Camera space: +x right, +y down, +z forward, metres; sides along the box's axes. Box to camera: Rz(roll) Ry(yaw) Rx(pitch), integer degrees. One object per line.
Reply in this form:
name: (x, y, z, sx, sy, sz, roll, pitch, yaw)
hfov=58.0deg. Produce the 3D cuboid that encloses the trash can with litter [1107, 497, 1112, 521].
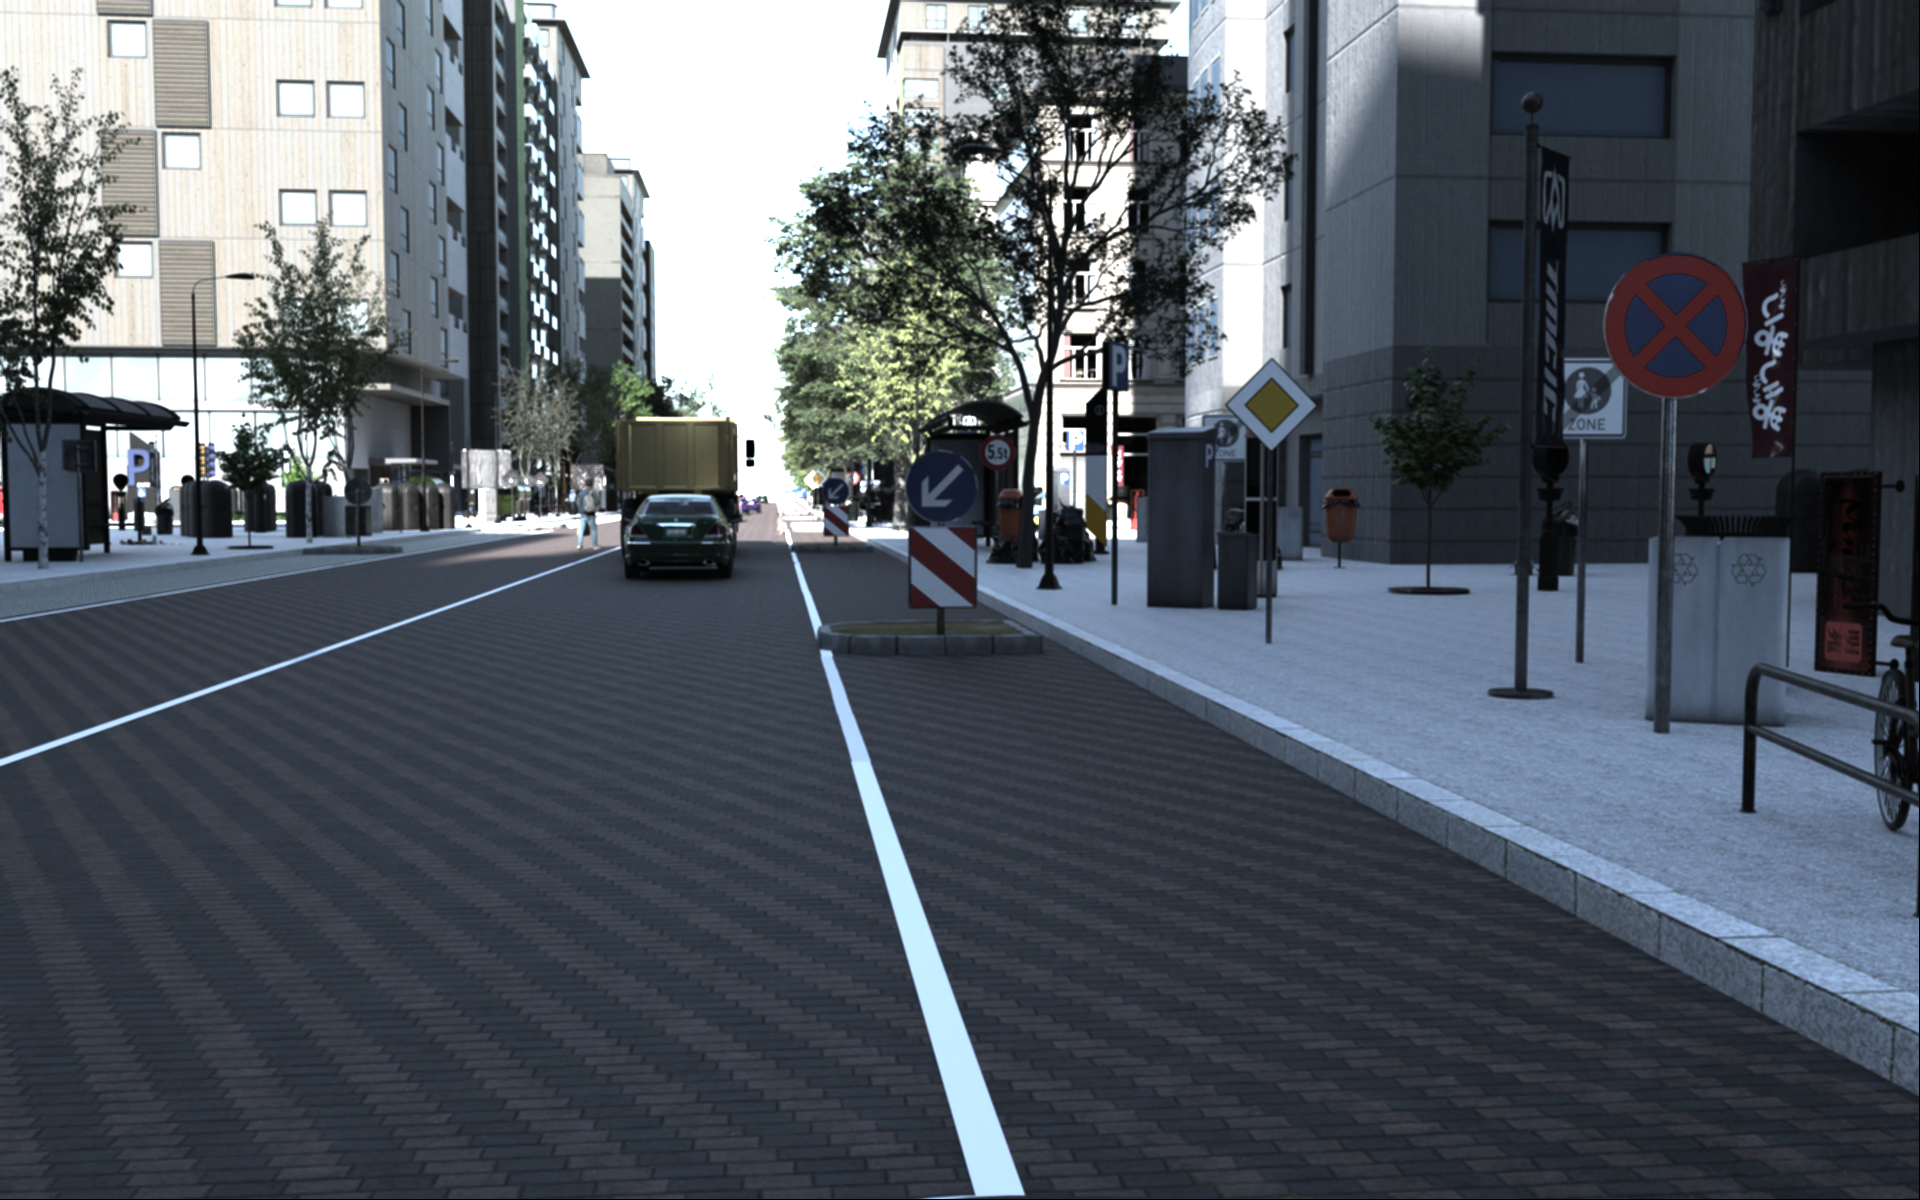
trash can with litter: (7.140, -4.418, 83.626, 0.624, 1.170, 1.055, -2, 4, -34)

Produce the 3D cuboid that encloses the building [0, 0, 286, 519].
building: (-43.801, -31.130, 98.215, 28.713, 52.752, 27.495, 0, 4, -6)

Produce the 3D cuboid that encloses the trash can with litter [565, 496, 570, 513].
trash can with litter: (-25.989, -6.432, 116.547, 0.624, 1.170, 1.055, 3, 4, 36)

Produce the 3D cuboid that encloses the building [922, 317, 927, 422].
building: (2.072, -16.971, 142.107, 10.561, 19.102, 19.286, 0, 4, -6)

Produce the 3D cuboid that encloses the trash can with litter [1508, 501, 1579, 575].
trash can with litter: (9.215, -0.976, 27.349, 1.055, 1.170, 0.624, 1, 4, 20)

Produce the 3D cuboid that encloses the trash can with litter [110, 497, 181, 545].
trash can with litter: (-21.033, -2.052, 44.602, 1.678, 1.210, 2.233, -2, 4, -27)

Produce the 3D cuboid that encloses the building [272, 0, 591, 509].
building: (-56.112, -36.786, 190.682, 28.713, 52.752, 27.495, 0, 4, -6)

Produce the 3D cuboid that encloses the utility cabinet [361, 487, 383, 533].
utility cabinet: (-19.575, -2.950, 56.915, 1.173, 1.500, 0.318, 1, 4, 16)

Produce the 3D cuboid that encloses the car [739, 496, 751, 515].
car: (-15.337, -6.521, 119.194, 1.945, 1.354, 3.894, 0, 4, -7)

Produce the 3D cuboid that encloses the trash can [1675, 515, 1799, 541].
trash can: (5.105, 0.014, 11.431, 0.748, 1.137, 0.748, 0, 3, 0)

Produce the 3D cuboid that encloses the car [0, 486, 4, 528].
car: (-40.162, -3.696, 69.100, 5.304, 1.827, 2.281, 0, 4, -7)

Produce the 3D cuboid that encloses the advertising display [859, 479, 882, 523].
advertising display: (-3.910, -4.321, 75.858, 0.974, 1.923, 0.123, 1, 4, 8)

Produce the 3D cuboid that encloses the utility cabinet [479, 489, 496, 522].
utility cabinet: (-21.112, -4.210, 77.510, 0.318, 1.500, 1.173, 1, 4, 11)

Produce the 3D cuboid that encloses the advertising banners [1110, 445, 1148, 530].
advertising banners: (6.354, -4.009, 61.735, 2.074, 3.025, 0.090, 1, 4, 15)

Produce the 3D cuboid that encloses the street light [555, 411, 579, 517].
street light: (-22.027, -7.615, 97.038, 1.470, 5.913, 1.316, 0, 4, -6)

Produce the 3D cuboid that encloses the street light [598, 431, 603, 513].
street light: (-24.274, -8.980, 119.359, 1.470, 5.913, 1.316, 0, 4, -6)

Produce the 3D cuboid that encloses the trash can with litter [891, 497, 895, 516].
trash can with litter: (-2.460, -3.917, 75.429, 1.055, 1.170, 0.624, 1, 4, 12)

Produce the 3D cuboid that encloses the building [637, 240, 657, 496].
building: (-59.016, -39.405, 294.382, 14.600, 45.320, 14.200, 0, 4, -6)

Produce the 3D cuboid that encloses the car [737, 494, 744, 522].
car: (-12.331, -4.937, 89.390, 2.281, 1.827, 5.304, 0, 4, -5)

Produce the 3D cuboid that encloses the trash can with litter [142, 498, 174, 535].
trash can with litter: (-25.365, -2.645, 54.636, 1.055, 1.170, 0.624, -1, 4, -20)

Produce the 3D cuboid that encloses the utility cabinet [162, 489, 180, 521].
utility cabinet: (-36.355, -4.358, 79.931, 0.318, 1.500, 1.173, 0, 4, 5)

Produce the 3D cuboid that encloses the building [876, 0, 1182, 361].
building: (6.410, -36.252, 181.966, 28.713, 52.752, 27.495, 0, 4, -6)

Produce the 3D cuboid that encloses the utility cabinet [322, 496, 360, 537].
utility cabinet: (-18.547, -2.486, 51.810, 1.020, 1.237, 0.306, 1, 4, 20)

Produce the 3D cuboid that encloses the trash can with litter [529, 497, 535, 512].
trash can with litter: (-30.381, -6.868, 123.681, 1.055, 1.170, 0.624, -2, 4, -23)

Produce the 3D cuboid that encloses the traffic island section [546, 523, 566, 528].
traffic island section: (-18.059, -3.194, 74.509, 2.009, 0.180, 2.903, 0, 4, -6)

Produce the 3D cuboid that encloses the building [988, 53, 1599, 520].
building: (17.026, -15.895, 93.161, 30.059, 22.955, 16.112, 0, 4, -6)

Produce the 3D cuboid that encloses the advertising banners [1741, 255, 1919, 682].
advertising banners: (6.327, -0.982, 12.251, 0.090, 3.025, 2.074, -1, 4, -23)

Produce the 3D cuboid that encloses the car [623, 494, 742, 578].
car: (-4.983, -1.174, 30.996, 2.131, 1.459, 4.920, 0, 4, -7)

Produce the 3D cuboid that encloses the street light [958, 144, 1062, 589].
street light: (0.669, -3.100, 23.225, 1.470, 5.913, 1.316, 0, 4, -6)

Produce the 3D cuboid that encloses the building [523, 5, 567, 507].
building: (-50.078, -33.162, 161.803, 23.786, 49.044, 30.456, 0, 4, -6)

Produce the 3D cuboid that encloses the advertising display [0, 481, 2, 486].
advertising display: (-46.487, -4.788, 83.494, 0.123, 1.923, 0.974, 0, 4, 0)

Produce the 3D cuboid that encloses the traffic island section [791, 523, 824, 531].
traffic island section: (-5.533, -2.785, 67.811, 2.009, 0.180, 2.903, 0, 4, -6)

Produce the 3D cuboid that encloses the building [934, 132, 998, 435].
building: (5.492, -20.385, 120.682, 14.401, 28.519, 23.554, 0, 4, -6)

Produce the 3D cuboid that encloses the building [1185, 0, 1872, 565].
building: (16.763, -30.749, 44.753, 21.231, 58.520, 28.212, 0, 4, -6)

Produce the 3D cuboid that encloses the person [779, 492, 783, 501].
person: (-30.248, -17.406, 293.907, 1.217, 1.723, 0.721, 1, 4, 12)

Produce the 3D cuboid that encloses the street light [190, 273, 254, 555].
street light: (-15.545, -3.914, 36.527, 1.470, 5.913, 1.316, 0, 4, -6)

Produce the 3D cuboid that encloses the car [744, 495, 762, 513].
car: (-16.027, -7.279, 131.594, 1.945, 1.354, 3.894, 0, 4, -5)

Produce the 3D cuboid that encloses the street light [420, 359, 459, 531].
street light: (-17.886, -5.319, 59.502, 1.470, 5.913, 1.316, 0, 4, -6)

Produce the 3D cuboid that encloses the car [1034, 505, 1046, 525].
car: (1.990, -3.772, 71.267, 3.694, 1.707, 1.945, 0, 4, -7)

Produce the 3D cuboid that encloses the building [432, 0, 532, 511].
building: (-41.020, -27.419, 131.895, 14.154, 41.232, 14.086, 0, 4, -6)

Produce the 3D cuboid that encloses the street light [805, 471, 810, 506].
street light: (-10.584, -9.496, 127.803, 1.470, 5.913, 1.316, 0, 4, -6)

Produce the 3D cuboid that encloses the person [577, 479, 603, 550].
person: (-9.525, -2.185, 44.209, 0.794, 1.824, 0.713, 2, 4, 31)

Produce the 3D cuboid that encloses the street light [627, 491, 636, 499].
street light: (-26.688, -10.344, 141.662, 1.470, 5.913, 1.316, 0, 4, -6)

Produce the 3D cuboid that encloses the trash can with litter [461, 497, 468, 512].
trash can with litter: (-35.095, -6.831, 123.079, 1.055, 1.170, 0.624, 2, 4, 34)

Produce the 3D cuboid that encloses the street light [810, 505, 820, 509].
street light: (-8.239, -8.132, 105.493, 1.470, 5.913, 1.316, 0, 4, -6)

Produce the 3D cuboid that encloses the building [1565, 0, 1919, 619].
building: (15.270, -14.894, 15.225, 14.160, 30.474, 14.107, 0, 4, -6)

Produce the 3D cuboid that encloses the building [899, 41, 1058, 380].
building: (1.270, -29.193, 160.899, 14.154, 41.232, 14.086, 0, 4, -6)

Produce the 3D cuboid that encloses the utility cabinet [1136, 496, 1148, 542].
utility cabinet: (4.894, -2.160, 46.470, 0.306, 1.237, 1.020, 1, 4, 9)

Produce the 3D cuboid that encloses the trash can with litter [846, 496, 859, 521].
trash can with litter: (-5.040, -4.270, 81.199, 0.624, 1.170, 1.055, 0, 4, -3)

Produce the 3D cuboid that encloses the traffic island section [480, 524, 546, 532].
traffic island section: (-17.208, -2.709, 66.569, 2.009, 0.180, 2.903, 0, 4, -6)

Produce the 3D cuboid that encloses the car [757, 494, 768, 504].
car: (-29.509, -15.223, 258.687, 2.009, 1.686, 4.222, 0, 4, -5)

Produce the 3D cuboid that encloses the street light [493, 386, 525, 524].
street light: (-19.439, -6.251, 74.745, 1.470, 5.913, 1.316, 0, 4, -6)

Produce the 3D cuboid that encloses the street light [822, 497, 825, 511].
street light: (-5.695, -6.736, 82.679, 1.470, 5.913, 1.316, 0, 4, -6)

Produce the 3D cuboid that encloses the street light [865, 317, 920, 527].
street light: (-1.656, -4.465, 45.538, 1.470, 5.913, 1.316, 0, 4, -6)

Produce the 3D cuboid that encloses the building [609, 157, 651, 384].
building: (-63.774, -41.803, 272.720, 28.713, 52.752, 27.495, 0, 4, -6)

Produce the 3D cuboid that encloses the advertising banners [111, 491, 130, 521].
advertising banners: (-40.438, -5.303, 82.889, 0.090, 3.025, 2.074, 1, 4, 16)

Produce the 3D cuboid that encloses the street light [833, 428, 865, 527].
street light: (-4.115, -5.828, 67.836, 1.470, 5.913, 1.316, 0, 4, -6)

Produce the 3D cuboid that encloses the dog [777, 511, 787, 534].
dog: (-6.508, -2.781, 62.312, 0.513, 0.831, 0.800, 2, 4, 27)

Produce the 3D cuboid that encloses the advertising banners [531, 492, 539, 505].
advertising banners: (-31.513, -7.887, 125.135, 2.074, 3.025, 0.090, -1, 4, -11)
